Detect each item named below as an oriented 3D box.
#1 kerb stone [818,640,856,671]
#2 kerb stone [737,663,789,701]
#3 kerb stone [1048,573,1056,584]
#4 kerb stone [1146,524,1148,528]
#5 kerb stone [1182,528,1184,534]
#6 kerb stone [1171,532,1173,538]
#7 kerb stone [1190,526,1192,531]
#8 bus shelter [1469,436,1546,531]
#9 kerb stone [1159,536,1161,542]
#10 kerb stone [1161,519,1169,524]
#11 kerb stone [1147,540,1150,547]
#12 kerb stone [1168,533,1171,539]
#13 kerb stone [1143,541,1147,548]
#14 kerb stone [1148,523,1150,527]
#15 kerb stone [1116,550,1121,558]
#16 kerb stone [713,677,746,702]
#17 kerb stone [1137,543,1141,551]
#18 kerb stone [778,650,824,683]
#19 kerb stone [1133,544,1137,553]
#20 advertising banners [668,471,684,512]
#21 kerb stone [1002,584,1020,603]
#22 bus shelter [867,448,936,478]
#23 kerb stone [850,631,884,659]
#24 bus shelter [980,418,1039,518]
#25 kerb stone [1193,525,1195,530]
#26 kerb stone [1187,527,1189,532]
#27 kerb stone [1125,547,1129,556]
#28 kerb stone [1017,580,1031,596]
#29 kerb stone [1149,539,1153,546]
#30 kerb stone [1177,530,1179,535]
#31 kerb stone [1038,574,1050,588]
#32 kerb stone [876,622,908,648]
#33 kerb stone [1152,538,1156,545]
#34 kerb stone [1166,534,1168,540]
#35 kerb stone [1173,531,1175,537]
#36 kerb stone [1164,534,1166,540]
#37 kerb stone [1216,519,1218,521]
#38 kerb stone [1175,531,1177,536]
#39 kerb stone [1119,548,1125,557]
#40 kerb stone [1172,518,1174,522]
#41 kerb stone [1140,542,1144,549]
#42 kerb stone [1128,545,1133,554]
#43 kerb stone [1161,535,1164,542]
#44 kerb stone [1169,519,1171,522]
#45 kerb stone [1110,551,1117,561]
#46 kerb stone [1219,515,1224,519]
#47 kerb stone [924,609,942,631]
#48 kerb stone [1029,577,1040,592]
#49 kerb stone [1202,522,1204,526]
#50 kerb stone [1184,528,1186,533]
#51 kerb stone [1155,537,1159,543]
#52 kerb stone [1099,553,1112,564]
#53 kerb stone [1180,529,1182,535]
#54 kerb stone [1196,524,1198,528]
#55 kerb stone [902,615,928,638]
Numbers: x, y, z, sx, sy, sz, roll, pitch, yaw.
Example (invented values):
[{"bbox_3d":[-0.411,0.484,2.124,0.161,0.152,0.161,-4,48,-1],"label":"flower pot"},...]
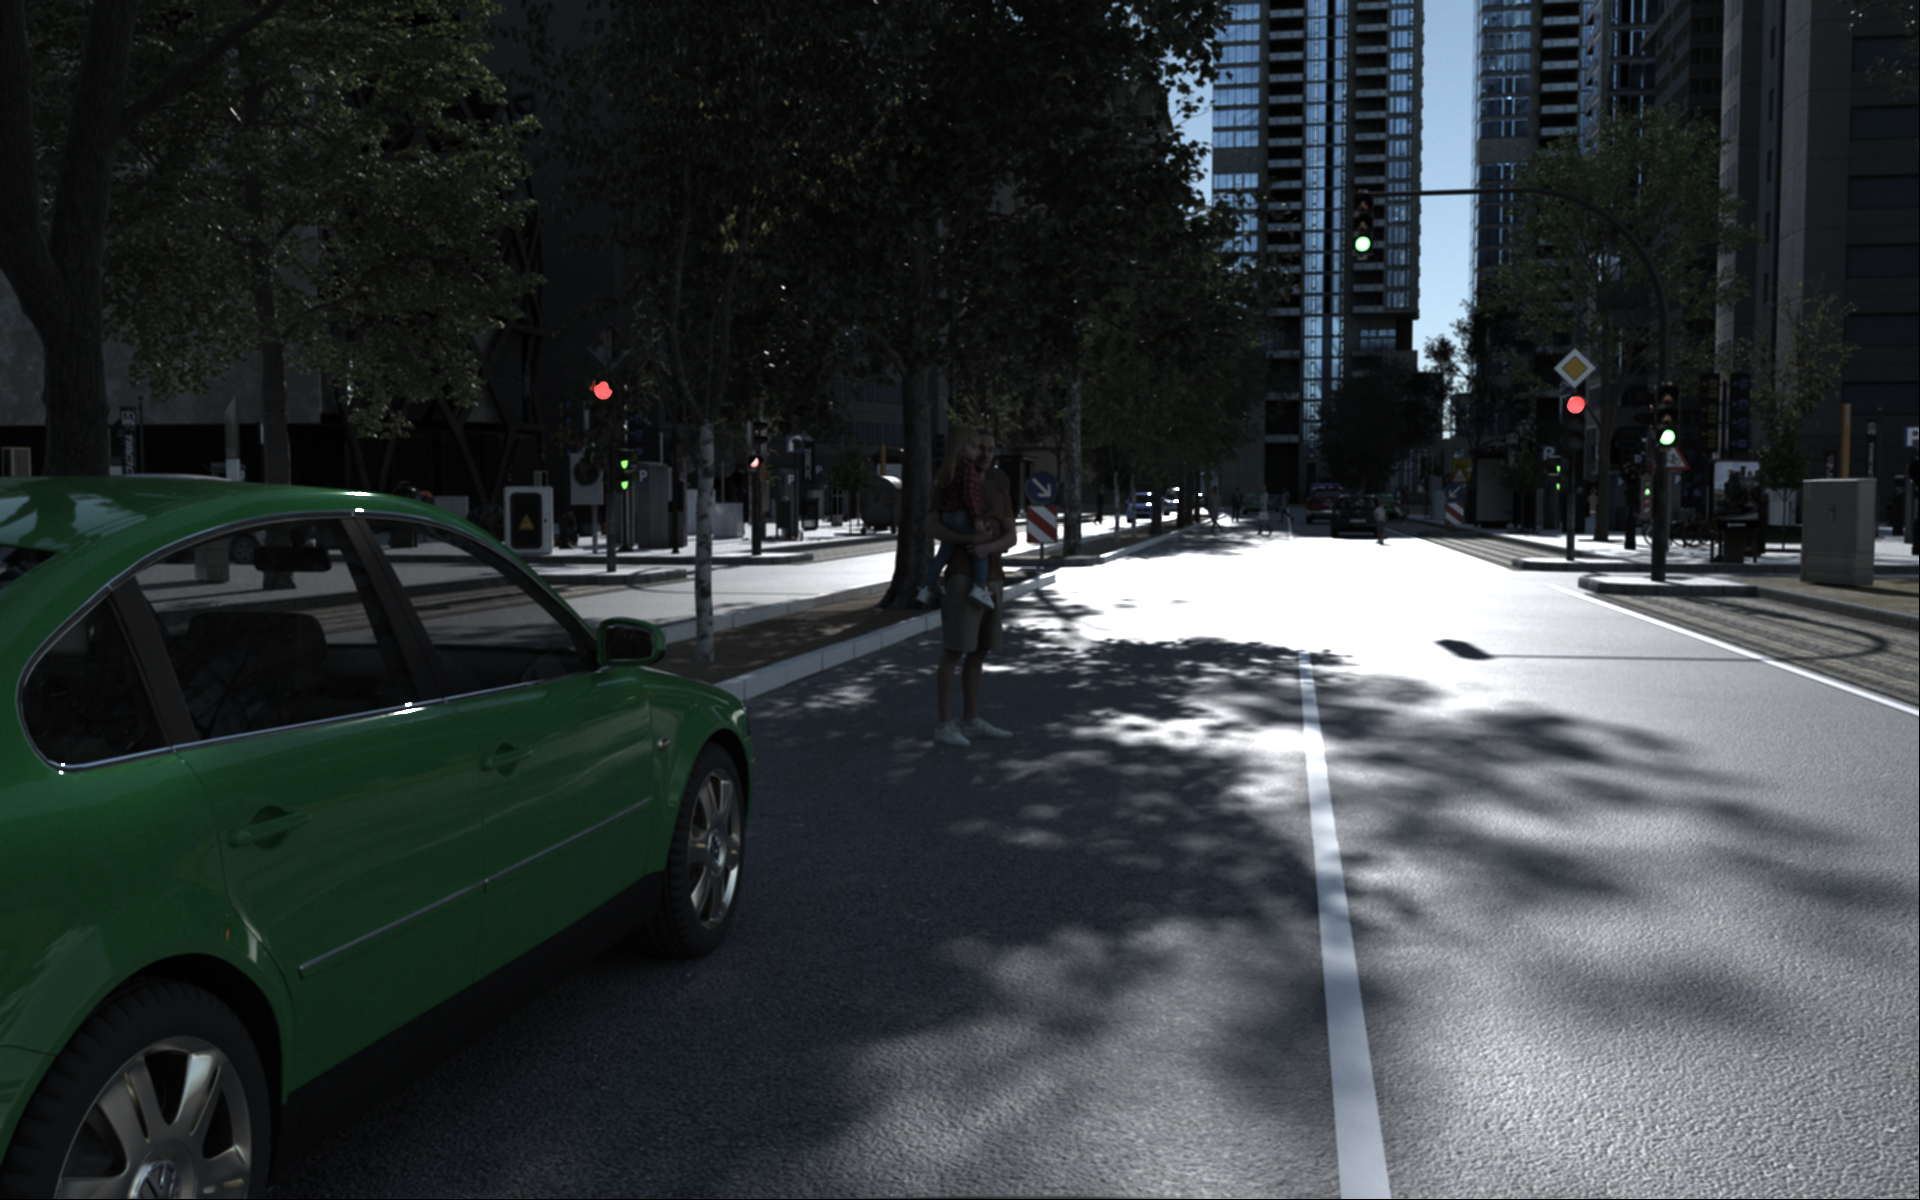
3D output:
[{"bbox_3d":[-1.072,0.471,14.498,0.120,0.150,1.000,1,4,11],"label":"kerb stone"},{"bbox_3d":[-1.452,0.594,12.478,0.120,0.150,1.000,1,4,11],"label":"kerb stone"},{"bbox_3d":[1.400,-0.327,27.594,0.120,0.150,1.000,1,4,11],"label":"kerb stone"},{"bbox_3d":[7.592,-3.035,71.820,0.120,0.150,1.000,1,4,11],"label":"kerb stone"},{"bbox_3d":[7.753,-2.390,61.346,0.120,0.150,1.000,1,4,11],"label":"kerb stone"},{"bbox_3d":[6.616,-2.025,55.304,0.120,0.150,1.000,1,4,11],"label":"kerb stone"},{"bbox_3d":[8.704,-2.704,66.399,0.120,0.150,1.000,1,4,11],"label":"kerb stone"},{"bbox_3d":[19.736,-4.209,62.739,2.014,3.302,5.546,1,4,11],"label":"bus shelter"},{"bbox_3d":[5.668,-1.717,50.273,0.120,0.150,1.000,1,4,11],"label":"kerb stone"},{"bbox_3d":[10.054,-3.836,84.919,0.120,0.150,1.000,1,4,11],"label":"kerb stone"},{"bbox_3d":[4.908,-1.471,46.248,0.120,0.150,1.000,1,4,11],"label":"kerb stone"},{"bbox_3d":[6.428,-1.963,54.297,0.120,0.150,1.000,1,4,11],"label":"kerb stone"},{"bbox_3d":[4.721,-1.401,45.243,0.120,0.150,1.000,1,4,11],"label":"kerb stone"},{"bbox_3d":[7.781,-3.097,72.826,0.120,0.150,1.000,1,4,11],"label":"kerb stone"},{"bbox_3d":[3.385,-0.977,38.179,0.120,0.150,1.000,1,4,11],"label":"kerb stone"},{"bbox_3d":[-1.643,0.657,11.473,0.120,0.150,1.000,1,4,11],"label":"kerb stone"},{"bbox_3d":[4.350,-1.287,43.231,0.120,0.150,1.000,1,4,11],"label":"kerb stone"},{"bbox_3d":[-1.269,0.532,13.492,0.120,0.150,1.000,1,4,11],"label":"kerb stone"},{"bbox_3d":[4.154,-1.225,42.225,0.120,0.150,1.000,1,4,11],"label":"kerb stone"},{"bbox_3d":[-19.657,-7.318,115.835,2.074,3.025,0.090,-1,4,-16],"label":"advertising banners"},{"bbox_3d":[0.645,-0.084,23.574,0.120,0.150,1.000,1,4,11],"label":"kerb stone"},{"bbox_3d":[-2.581,-5.191,78.789,2.014,3.302,5.546,1,4,11],"label":"bus shelter"},{"bbox_3d":[-0.878,0.413,15.505,0.120,0.150,1.000,1,4,11],"label":"kerb stone"},{"bbox_3d":[2.599,-7.136,94.302,2.179,5.291,8.768,1,4,11],"label":"bus shelter"},{"bbox_3d":[9.081,-2.825,68.414,0.120,0.150,1.000,1,4,11],"label":"kerb stone"},{"bbox_3d":[8.322,-2.580,64.374,0.120,0.150,1.000,1,4,11],"label":"kerb stone"},{"bbox_3d":[3.768,-1.102,40.210,0.120,0.150,1.000,1,4,11],"label":"kerb stone"},{"bbox_3d":[0.834,-0.146,24.579,0.120,0.150,1.000,1,4,11],"label":"kerb stone"},{"bbox_3d":[5.098,-1.533,47.252,0.120,0.150,1.000,1,4,11],"label":"kerb stone"},{"bbox_3d":[7.184,-2.210,58.328,0.120,0.150,1.000,1,4,11],"label":"kerb stone"},{"bbox_3d":[1.211,-0.269,26.588,0.120,0.150,1.000,1,4,11],"label":"kerb stone"},{"bbox_3d":[-0.686,0.347,16.525,0.120,0.150,1.000,1,4,11],"label":"kerb stone"},{"bbox_3d":[5.289,-1.593,48.256,0.120,0.150,1.000,1,4,11],"label":"kerb stone"},{"bbox_3d":[6.234,-1.900,53.293,0.120,0.150,1.000,1,4,11],"label":"kerb stone"},{"bbox_3d":[6.806,-2.087,56.310,0.120,0.150,1.000,1,4,11],"label":"kerb stone"},{"bbox_3d":[6.054,-1.839,52.287,0.120,0.150,1.000,1,4,11],"label":"kerb stone"},{"bbox_3d":[13.267,-4.185,90.617,0.120,0.150,1.000,1,4,11],"label":"kerb stone"},{"bbox_3d":[7.000,-2.147,57.323,0.120,0.150,1.000,1,4,11],"label":"kerb stone"},{"bbox_3d":[3.578,-1.040,39.193,0.120,0.150,1.000,1,4,11],"label":"kerb stone"},{"bbox_3d":[10.627,-4.021,87.945,0.120,0.150,1.000,1,4,11],"label":"kerb stone"},{"bbox_3d":[4.532,-1.348,44.238,0.120,0.150,1.000,1,4,11],"label":"kerb stone"},{"bbox_3d":[3.959,-1.163,41.219,0.120,0.150,1.000,1,4,11],"label":"kerb stone"},{"bbox_3d":[5.858,-1.779,51.283,0.120,0.150,1.000,1,4,11],"label":"kerb stone"},{"bbox_3d":[10.254,-3.895,85.931,0.120,0.150,1.000,1,4,11],"label":"kerb stone"},{"bbox_3d":[3.202,-0.915,37.167,0.120,0.150,1.000,1,4,11],"label":"kerb stone"},{"bbox_3d":[14.791,-4.677,98.671,0.120,0.150,1.000,1,4,11],"label":"kerb stone"},{"bbox_3d":[-0.305,0.223,18.544,0.120,0.150,1.000,1,4,11],"label":"kerb stone"},{"bbox_3d":[1.017,-0.205,25.585,0.120,0.150,1.000,1,4,11],"label":"kerb stone"},{"bbox_3d":[10.419,-3.258,75.488,0.120,0.150,1.000,1,4,11],"label":"kerb stone"},{"bbox_3d":[7.944,-2.454,62.357,0.120,0.150,1.000,1,4,11],"label":"kerb stone"},{"bbox_3d":[5.478,-1.655,49.261,0.120,0.150,1.000,1,4,11],"label":"kerb stone"},{"bbox_3d":[3.011,-0.854,36.163,0.120,0.150,1.000,1,4,11],"label":"kerb stone"},{"bbox_3d":[7.570,-2.333,60.336,0.120,0.150,1.000,1,4,11],"label":"kerb stone"},{"bbox_3d":[9.471,-2.943,70.432,0.120,0.150,1.000,1,4,11],"label":"kerb stone"},{"bbox_3d":[-0.508,0.285,17.532,0.120,0.150,1.000,1,4,11],"label":"kerb stone"}]
